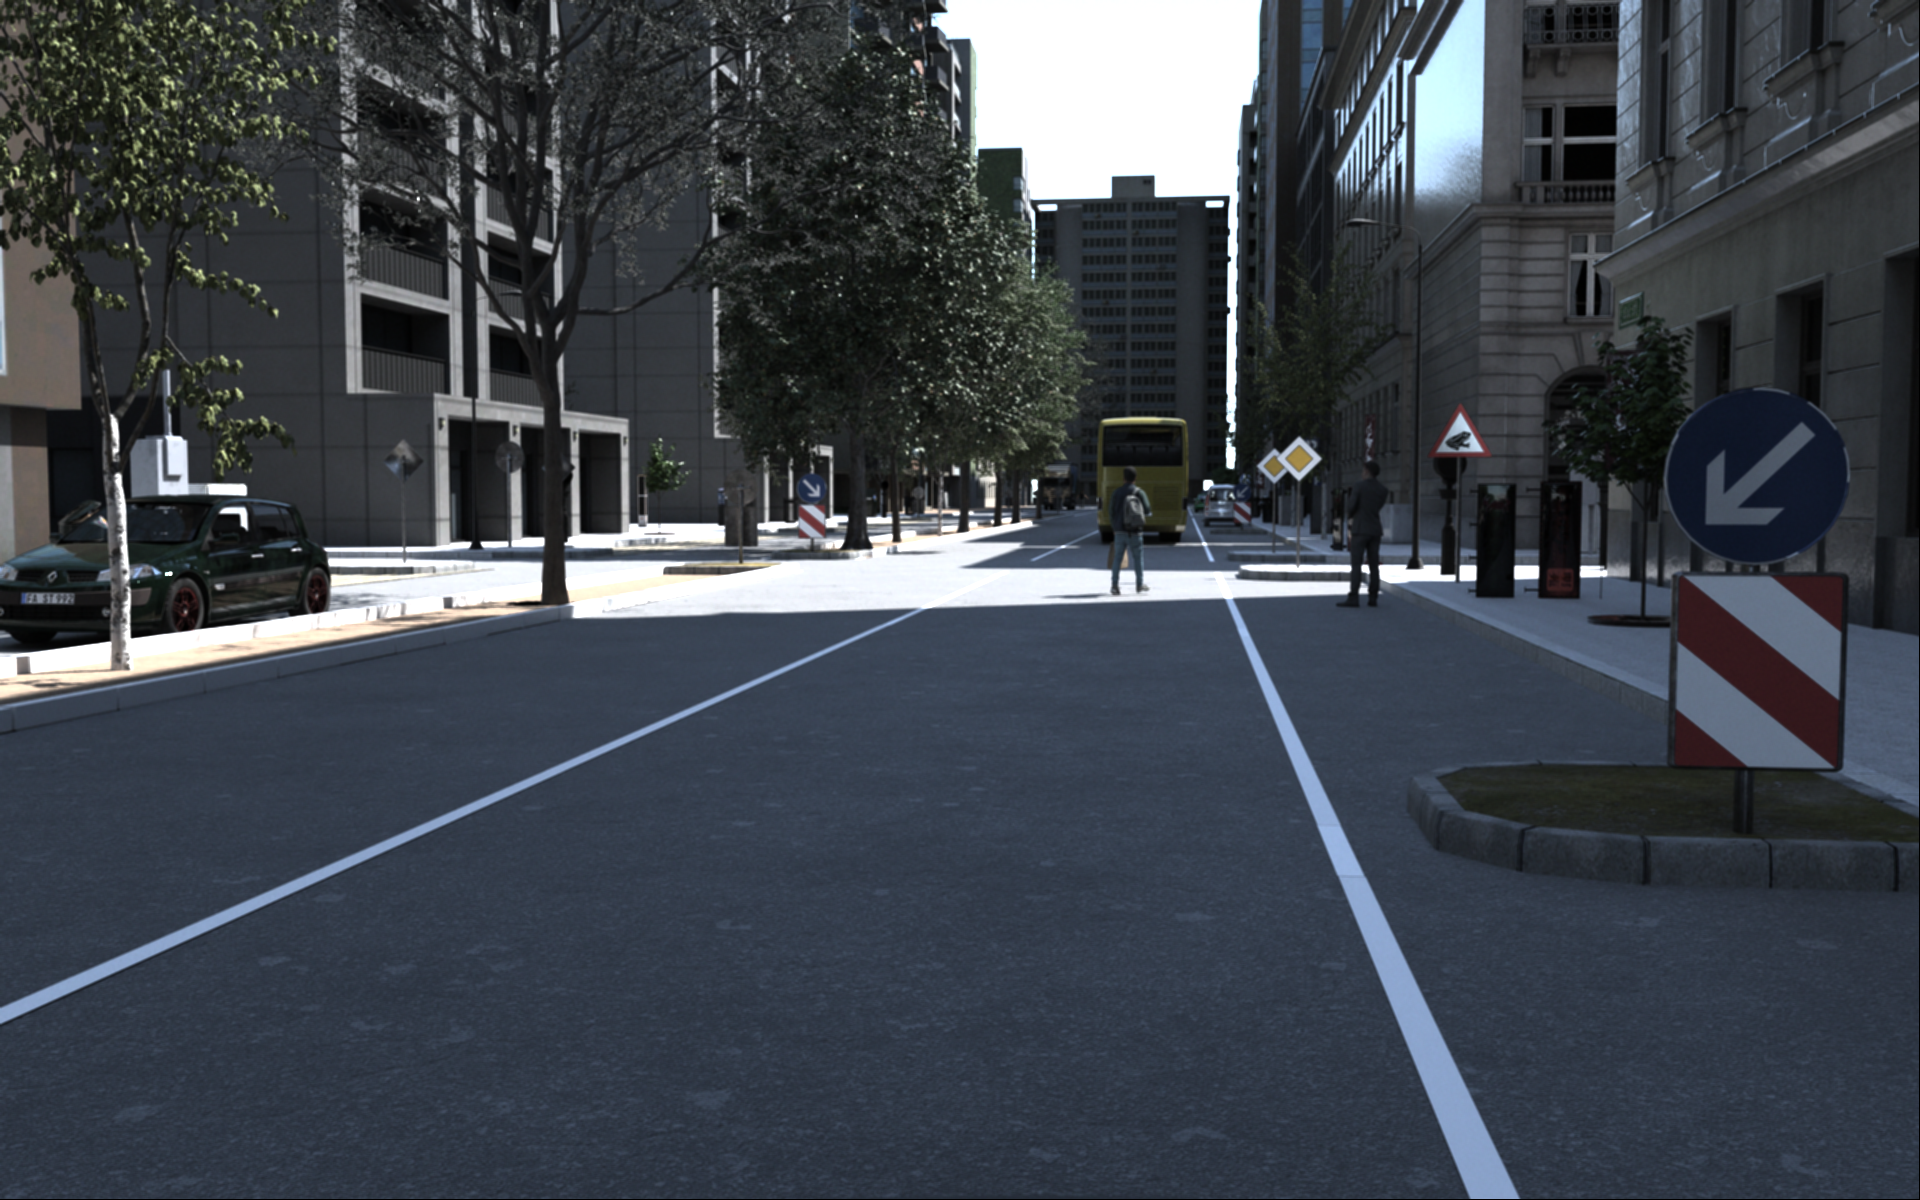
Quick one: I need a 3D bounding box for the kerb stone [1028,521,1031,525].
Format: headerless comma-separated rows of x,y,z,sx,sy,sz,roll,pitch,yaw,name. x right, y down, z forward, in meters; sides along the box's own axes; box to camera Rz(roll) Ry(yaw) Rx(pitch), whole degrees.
2.988,-3.450,78.640,0.120,0.150,1.000,0,4,7,kerb stone

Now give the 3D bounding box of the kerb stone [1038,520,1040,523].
3.642,-3.757,83.733,0.120,0.150,1.000,0,4,7,kerb stone

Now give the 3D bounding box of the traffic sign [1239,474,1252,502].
17.888,-6.635,108.591,0.768,2.556,0.104,1,4,10,traffic sign

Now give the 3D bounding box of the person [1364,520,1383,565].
8.139,-1.578,34.315,0.388,1.821,0.555,3,4,38,person

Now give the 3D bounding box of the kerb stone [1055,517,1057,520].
5.075,-4.449,94.937,0.120,0.150,1.000,0,4,7,kerb stone

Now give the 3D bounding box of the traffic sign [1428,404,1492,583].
7.204,-1.529,25.006,0.884,2.594,0.081,1,4,15,traffic sign

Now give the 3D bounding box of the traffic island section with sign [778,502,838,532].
-5.677,-3.456,65.140,1.989,1.847,2.006,0,4,7,traffic island section with sign

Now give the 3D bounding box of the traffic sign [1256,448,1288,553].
6.839,-2.084,37.716,0.795,2.450,0.064,0,4,7,traffic sign

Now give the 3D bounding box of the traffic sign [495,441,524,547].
-10.868,-2.547,41.745,0.768,2.556,0.104,1,4,14,traffic sign

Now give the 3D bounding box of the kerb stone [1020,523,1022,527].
2.471,-3.203,74.562,0.120,0.150,1.000,0,4,7,kerb stone

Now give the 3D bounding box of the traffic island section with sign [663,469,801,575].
-4.126,-1.422,31.386,2.006,1.907,1.989,0,4,7,traffic island section with sign

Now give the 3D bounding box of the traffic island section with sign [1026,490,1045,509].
7.458,-9.716,167.485,1.989,1.847,2.006,0,4,7,traffic island section with sign

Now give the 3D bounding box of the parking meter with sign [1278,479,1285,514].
15.159,-5.232,81.802,0.543,3.016,1.738,1,4,13,parking meter with sign

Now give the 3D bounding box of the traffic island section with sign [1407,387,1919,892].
2.959,0.085,7.244,1.989,1.847,2.006,0,4,7,traffic island section with sign

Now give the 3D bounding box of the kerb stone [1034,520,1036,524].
3.371,-3.637,81.695,0.120,0.150,1.000,0,4,7,kerb stone

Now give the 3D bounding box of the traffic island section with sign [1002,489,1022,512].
4.037,-8.081,140.747,1.989,1.847,2.006,0,4,7,traffic island section with sign

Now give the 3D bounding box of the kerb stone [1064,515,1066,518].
5.986,-4.884,102.060,0.120,0.150,1.000,0,4,7,kerb stone

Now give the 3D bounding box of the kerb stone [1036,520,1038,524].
3.509,-3.701,82.713,0.120,0.150,1.000,0,4,7,kerb stone

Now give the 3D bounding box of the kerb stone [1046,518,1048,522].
4.292,-4.069,88.832,0.120,0.150,1.000,0,4,7,kerb stone

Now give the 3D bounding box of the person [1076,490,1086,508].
12.370,-10.215,175.531,1.348,1.822,0.705,2,4,30,person

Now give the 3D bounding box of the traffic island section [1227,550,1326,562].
6.864,-0.949,37.790,2.009,0.180,2.903,0,4,7,traffic island section

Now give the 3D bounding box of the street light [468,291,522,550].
-10.649,-4.113,39.789,1.470,5.913,1.316,0,4,7,street light

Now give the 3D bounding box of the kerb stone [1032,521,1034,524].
3.247,-3.577,80.680,0.120,0.150,1.000,0,4,7,kerb stone

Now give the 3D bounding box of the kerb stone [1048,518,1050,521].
4.423,-4.137,89.845,0.120,0.150,1.000,0,4,7,kerb stone

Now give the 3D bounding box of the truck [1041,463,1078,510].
9.076,-10.261,156.675,2.839,4.237,11.283,0,4,7,truck

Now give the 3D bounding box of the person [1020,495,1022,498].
4.990,-8.254,144.930,0.593,1.643,0.415,3,5,41,person

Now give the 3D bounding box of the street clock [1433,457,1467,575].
7.756,-1.400,27.463,0.471,2.002,0.358,0,4,-3,street clock

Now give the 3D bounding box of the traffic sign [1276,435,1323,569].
5.823,-1.600,29.796,0.795,2.450,0.064,0,4,7,traffic sign

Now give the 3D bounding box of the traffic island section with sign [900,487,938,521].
-2.213,-5.100,92.016,1.989,1.847,2.006,0,4,7,traffic island section with sign

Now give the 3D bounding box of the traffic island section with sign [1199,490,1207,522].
13.532,-4.956,89.658,1.989,1.847,2.006,0,4,7,traffic island section with sign

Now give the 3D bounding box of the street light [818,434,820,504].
-5.803,-6.419,77.484,1.470,5.913,1.316,0,4,7,street light

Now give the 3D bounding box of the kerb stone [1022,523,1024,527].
2.589,-3.265,75.586,0.120,0.150,1.000,0,4,7,kerb stone

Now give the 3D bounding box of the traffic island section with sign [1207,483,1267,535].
9.999,-3.276,62.190,1.989,1.847,2.006,0,4,7,traffic island section with sign

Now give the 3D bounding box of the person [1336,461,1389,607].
5.125,-0.845,22.128,0.655,1.846,0.447,-2,4,-24,person

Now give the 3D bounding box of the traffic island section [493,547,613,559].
-9.246,-1.075,39.854,2.009,0.180,2.903,0,4,7,traffic island section

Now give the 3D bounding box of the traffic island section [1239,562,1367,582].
5.848,-0.464,29.870,2.009,0.180,2.903,0,4,7,traffic island section

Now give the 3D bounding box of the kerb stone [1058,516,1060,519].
5.335,-4.570,96.967,0.120,0.150,1.000,0,4,7,kerb stone

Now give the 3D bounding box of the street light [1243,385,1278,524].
12.913,-6.177,73.534,1.470,5.913,1.316,0,4,7,street light

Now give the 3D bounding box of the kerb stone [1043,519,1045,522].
4.033,-3.951,86.798,0.120,0.150,1.000,0,4,7,kerb stone

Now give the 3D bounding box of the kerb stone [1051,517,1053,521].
4.687,-4.259,91.887,0.120,0.150,1.000,0,4,7,kerb stone

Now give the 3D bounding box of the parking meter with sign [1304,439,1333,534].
11.668,-3.633,55.658,0.543,3.016,1.738,3,4,37,parking meter with sign

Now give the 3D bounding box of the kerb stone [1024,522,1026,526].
2.720,-3.323,76.605,0.120,0.150,1.000,0,4,7,kerb stone

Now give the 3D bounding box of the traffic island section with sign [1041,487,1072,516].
6.378,-6.430,113.263,2.006,1.907,1.989,0,4,7,traffic island section with sign

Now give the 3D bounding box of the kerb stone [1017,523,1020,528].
2.333,-3.141,73.548,0.120,0.150,1.000,0,4,7,kerb stone

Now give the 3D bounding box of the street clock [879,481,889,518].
-4.085,-5.429,93.330,0.471,2.002,0.358,-2,4,-33,street clock

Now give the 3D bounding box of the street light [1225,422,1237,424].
17.779,-8.513,111.722,1.470,5.913,1.316,0,4,7,street light

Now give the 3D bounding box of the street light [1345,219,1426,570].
7.218,-3.477,29.388,1.470,5.913,1.316,0,4,7,street light

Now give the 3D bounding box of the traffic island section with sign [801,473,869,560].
-3.174,-1.871,38.732,2.006,1.907,1.989,0,4,7,traffic island section with sign

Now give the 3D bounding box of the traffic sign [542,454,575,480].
-9.221,-2.211,39.789,0.795,2.450,0.064,0,4,7,traffic sign

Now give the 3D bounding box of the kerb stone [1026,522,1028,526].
2.851,-3.390,77.627,0.120,0.150,1.000,0,4,7,kerb stone

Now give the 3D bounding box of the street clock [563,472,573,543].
-10.448,-2.515,45.687,0.471,2.002,0.358,-1,4,-14,street clock

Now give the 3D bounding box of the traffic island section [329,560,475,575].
-10.262,-0.590,31.934,2.009,0.180,2.903,0,4,7,traffic island section

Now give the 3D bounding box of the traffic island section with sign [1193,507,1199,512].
23.359,-9.646,166.334,1.989,1.847,2.006,0,4,7,traffic island section with sign

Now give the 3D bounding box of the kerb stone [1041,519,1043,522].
3.898,-3.878,85.774,0.120,0.150,1.000,0,4,7,kerb stone

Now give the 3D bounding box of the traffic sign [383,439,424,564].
-10.237,-1.726,31.869,0.795,2.450,0.064,0,4,7,traffic sign

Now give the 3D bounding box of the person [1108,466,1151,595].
2.354,-0.984,24.577,0.794,1.824,0.713,3,5,41,person
